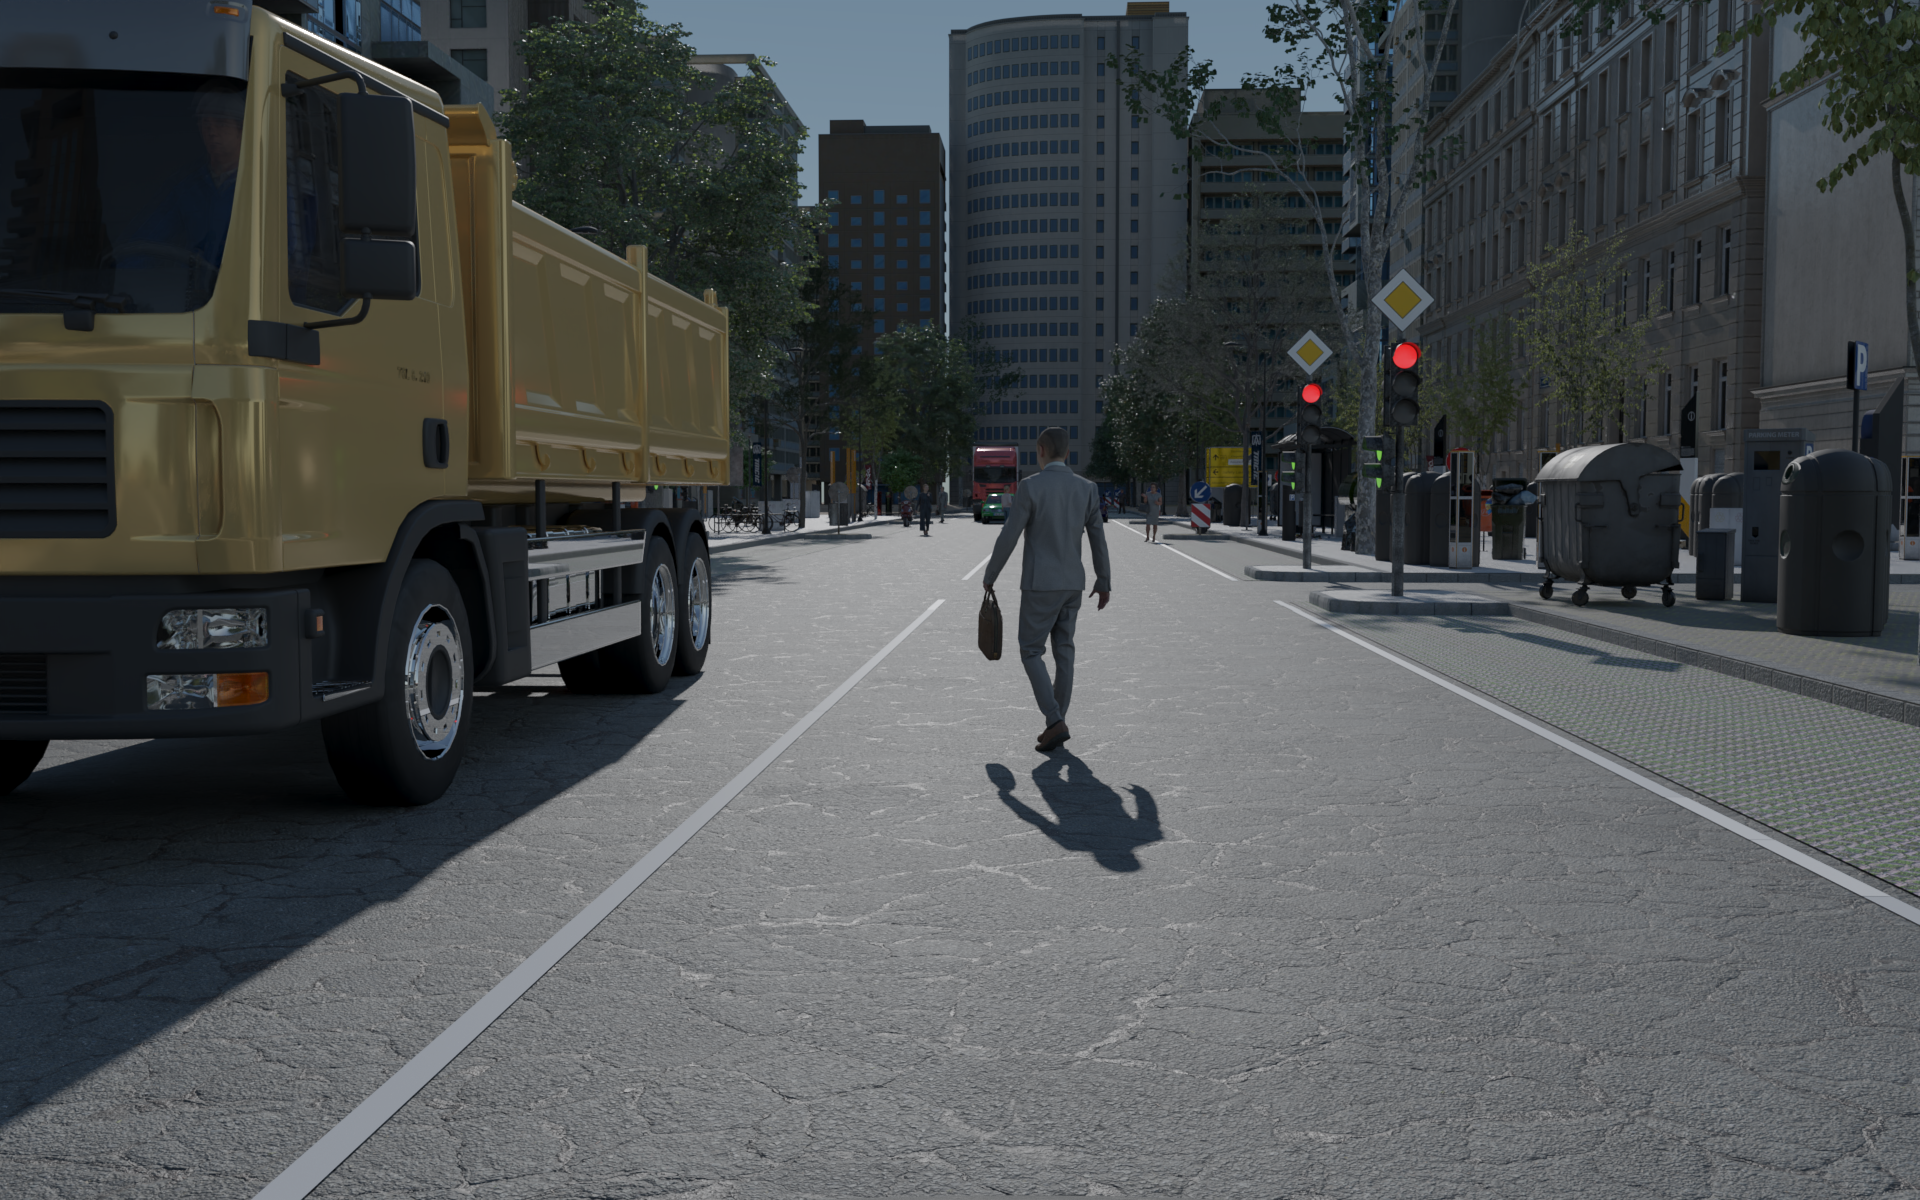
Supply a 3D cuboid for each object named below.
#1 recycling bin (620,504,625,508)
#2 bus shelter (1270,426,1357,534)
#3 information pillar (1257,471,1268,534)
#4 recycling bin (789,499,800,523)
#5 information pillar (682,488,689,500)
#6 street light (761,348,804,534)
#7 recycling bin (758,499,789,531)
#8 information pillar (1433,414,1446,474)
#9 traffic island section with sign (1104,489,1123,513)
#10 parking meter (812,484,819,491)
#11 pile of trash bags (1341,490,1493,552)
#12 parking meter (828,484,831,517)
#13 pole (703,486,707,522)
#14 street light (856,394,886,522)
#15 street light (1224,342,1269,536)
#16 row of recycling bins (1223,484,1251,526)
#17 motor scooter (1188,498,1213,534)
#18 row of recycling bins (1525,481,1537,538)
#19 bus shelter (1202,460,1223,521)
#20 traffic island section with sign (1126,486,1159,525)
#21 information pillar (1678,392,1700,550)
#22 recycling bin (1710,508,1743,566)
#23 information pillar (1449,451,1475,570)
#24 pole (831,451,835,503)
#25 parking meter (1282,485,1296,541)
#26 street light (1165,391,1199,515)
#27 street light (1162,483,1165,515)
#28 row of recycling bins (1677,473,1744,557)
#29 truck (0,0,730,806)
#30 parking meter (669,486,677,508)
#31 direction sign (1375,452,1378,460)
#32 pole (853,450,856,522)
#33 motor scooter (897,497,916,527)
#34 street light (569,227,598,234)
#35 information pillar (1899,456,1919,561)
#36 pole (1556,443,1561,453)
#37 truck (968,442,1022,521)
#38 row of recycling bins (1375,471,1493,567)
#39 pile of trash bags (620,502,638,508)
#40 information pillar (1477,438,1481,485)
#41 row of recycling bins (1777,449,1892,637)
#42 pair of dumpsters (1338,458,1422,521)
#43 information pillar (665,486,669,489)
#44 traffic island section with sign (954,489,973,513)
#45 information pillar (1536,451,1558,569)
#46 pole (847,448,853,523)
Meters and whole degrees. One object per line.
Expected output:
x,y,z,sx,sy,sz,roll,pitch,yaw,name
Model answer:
-8.783,-1.854,42.871,0.722,1.027,0.722,3,4,38,recycling bin
11.091,-3.697,54.374,2.014,3.302,5.546,0,4,3,bus shelter
9.677,-3.114,55.403,0.304,2.012,0.304,1,4,16,information pillar
-7.434,-3.994,77.857,0.722,1.027,0.722,0,4,8,recycling bin
-15.725,-5.795,99.232,0.304,2.012,0.304,0,4,0,information pillar
-5.657,-5.055,55.185,1.470,5.913,1.316,0,4,3,street light
-6.661,-2.983,61.328,0.722,1.027,0.722,-3,5,-41,recycling bin
14.125,-3.648,51.001,0.183,3.616,0.504,-1,4,-21,information pillar
11.852,-7.514,131.483,1.989,1.847,2.006,0,4,3,traffic island section with sign
-8.046,-5.553,96.496,0.399,1.863,0.255,-1,4,-9,parking meter
10.289,-1.776,38.784,3.447,1.369,1.912,1,4,13,pile of trash bags
-7.088,-5.481,95.317,0.255,1.863,0.399,1,4,17,parking meter
-11.924,-5.326,80.916,0.158,3.312,0.155,0,3,0,pole
-4.125,-6.611,80.626,1.470,5.913,1.316,0,4,3,street light
8.790,-4.930,53.151,1.470,5.913,1.316,0,4,3,street light
11.492,-3.968,71.996,1.069,1.692,3.534,1,4,15,row of recycling bins
7.912,-2.699,56.902,0.815,1.314,1.986,0,4,2,motor scooter
17.047,-2.719,51.564,1.069,1.692,3.534,-2,4,-23,row of recycling bins
12.506,-5.315,80.816,2.014,3.302,5.546,0,4,3,bus shelter
8.985,-4.468,81.678,1.989,1.847,2.006,0,4,3,traffic island section with sign
16.784,-2.967,39.868,0.183,3.616,0.504,-1,4,-20,information pillar
13.954,-1.136,31.132,0.722,1.027,0.722,3,5,43,recycling bin
8.550,-1.531,29.527,0.304,2.012,0.304,-1,4,-9,information pillar
-6.051,-5.420,82.460,0.158,3.312,0.155,0,3,0,pole
9.025,-2.391,47.496,0.372,1.533,0.369,0,3,0,parking meter
10.188,-6.467,78.274,1.470,5.913,1.316,0,4,3,street light
11.737,-8.040,103.999,1.470,5.913,1.316,0,4,3,street light
15.235,-1.683,34.628,1.069,1.692,3.534,1,4,15,row of recycling bins
-3.519,-0.870,10.144,3.469,3.379,9.791,0,4,3,truck
-16.755,-5.841,101.208,0.399,1.863,0.255,1,4,22,parking meter
20.448,-5.723,85.563,0.379,3.537,0.876,-1,4,-11,direction sign
-4.888,-5.250,79.678,0.158,3.312,0.155,0,3,0,pole
-2.337,-3.866,75.980,0.815,1.314,1.986,0,4,2,motor scooter
-6.986,-3.531,30.270,1.470,5.913,1.316,0,4,3,street light
18.358,-1.770,33.428,0.304,2.012,0.304,1,4,11,information pillar
24.089,-4.647,69.823,0.158,3.312,0.155,0,3,0,pole
1.998,-6.555,96.091,2.839,4.237,11.283,0,4,2,truck
8.565,-1.519,31.950,1.069,1.692,3.534,0,4,-6,row of recycling bins
-15.632,-4.197,78.377,3.447,1.369,1.912,2,4,35,pile of trash bags
21.563,-4.936,72.053,0.183,3.616,0.504,1,4,21,information pillar
8.621,-0.608,17.052,1.069,1.692,3.534,2,4,26,row of recycling bins
11.607,-2.779,47.930,1.574,2.255,4.437,0,4,3,pair of dumpsters
-17.454,-6.066,103.668,0.304,2.012,0.304,2,4,33,information pillar
0.605,-7.552,132.101,1.989,1.847,2.006,0,4,3,traffic island section with sign
10.032,-1.536,29.609,0.304,2.012,0.304,1,4,13,information pillar
-4.932,-5.061,76.597,0.158,3.312,0.155,0,3,0,pole
